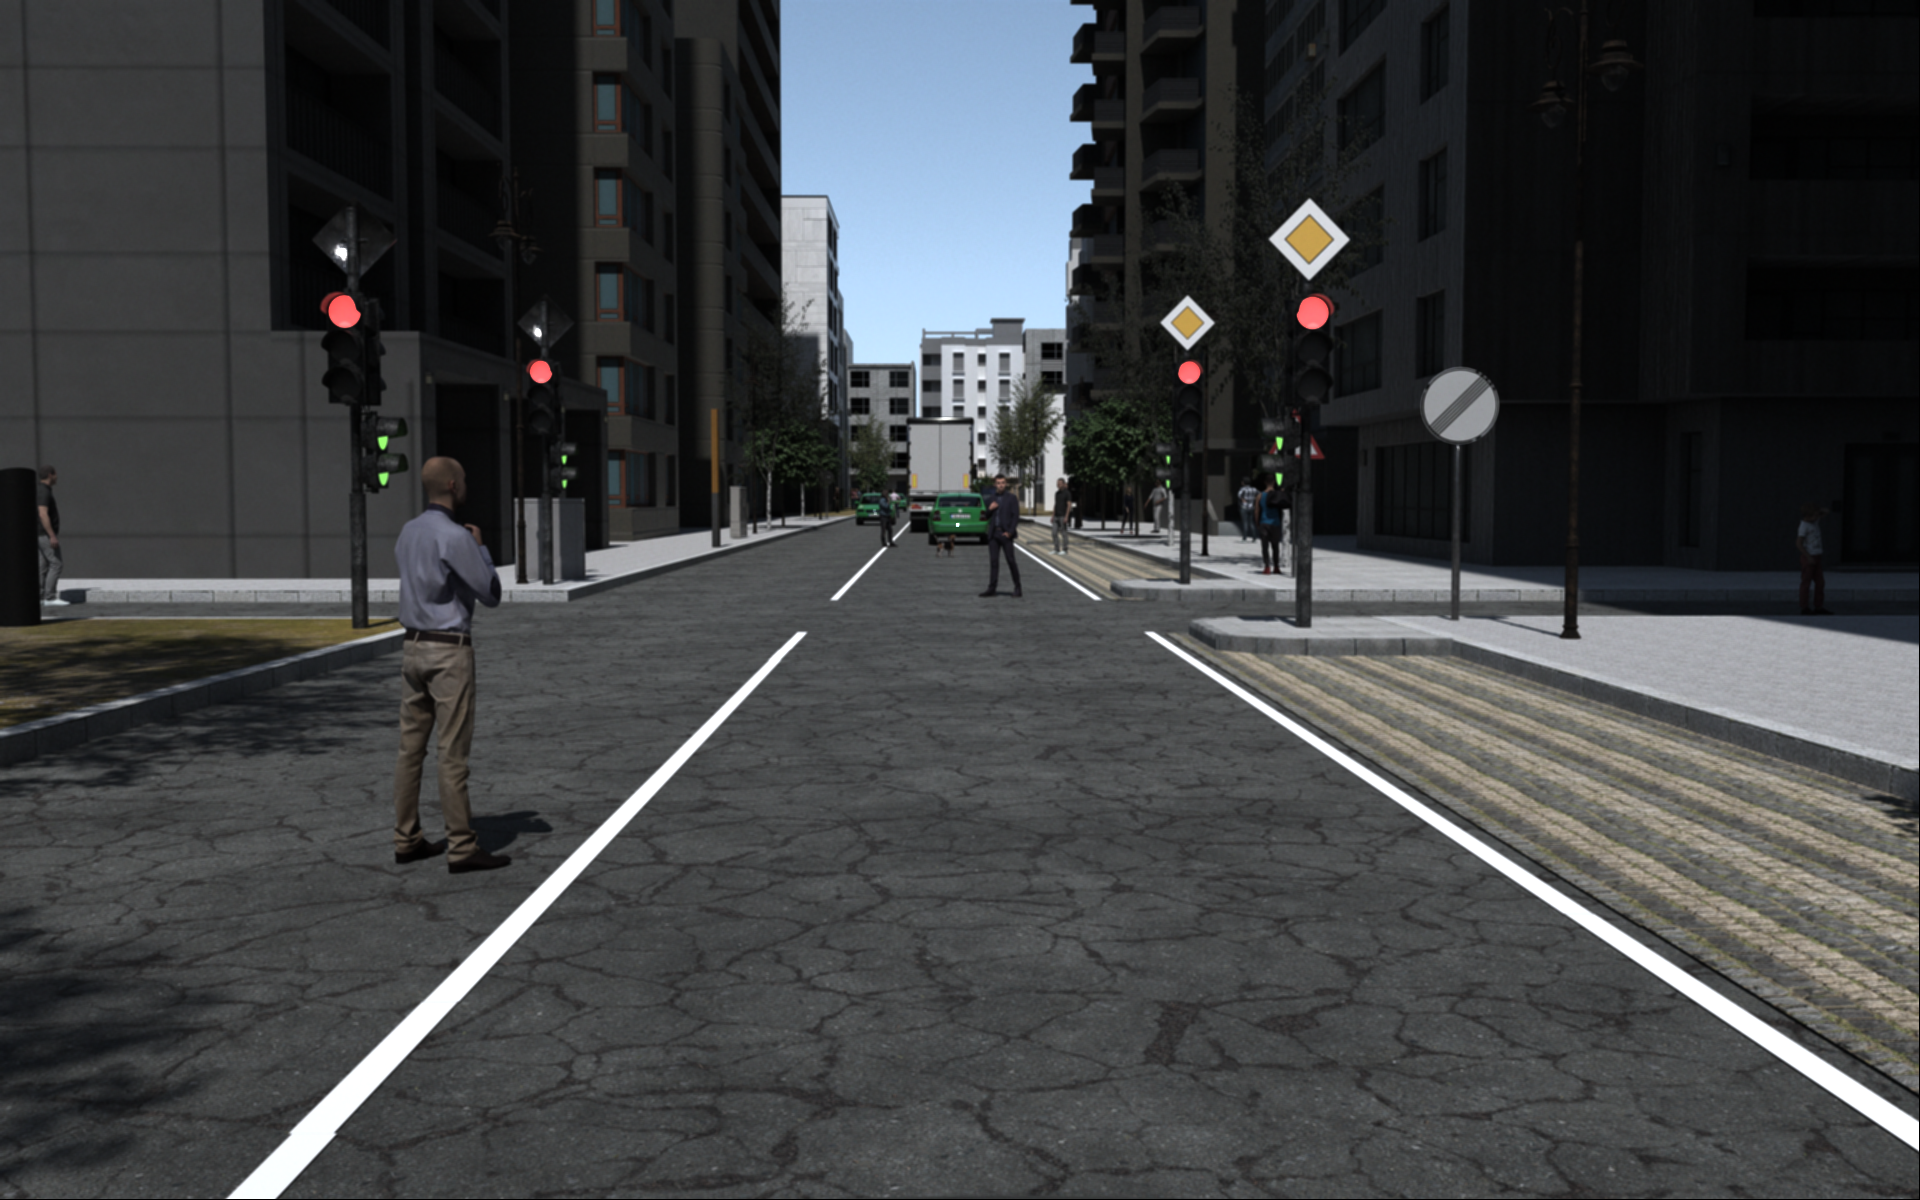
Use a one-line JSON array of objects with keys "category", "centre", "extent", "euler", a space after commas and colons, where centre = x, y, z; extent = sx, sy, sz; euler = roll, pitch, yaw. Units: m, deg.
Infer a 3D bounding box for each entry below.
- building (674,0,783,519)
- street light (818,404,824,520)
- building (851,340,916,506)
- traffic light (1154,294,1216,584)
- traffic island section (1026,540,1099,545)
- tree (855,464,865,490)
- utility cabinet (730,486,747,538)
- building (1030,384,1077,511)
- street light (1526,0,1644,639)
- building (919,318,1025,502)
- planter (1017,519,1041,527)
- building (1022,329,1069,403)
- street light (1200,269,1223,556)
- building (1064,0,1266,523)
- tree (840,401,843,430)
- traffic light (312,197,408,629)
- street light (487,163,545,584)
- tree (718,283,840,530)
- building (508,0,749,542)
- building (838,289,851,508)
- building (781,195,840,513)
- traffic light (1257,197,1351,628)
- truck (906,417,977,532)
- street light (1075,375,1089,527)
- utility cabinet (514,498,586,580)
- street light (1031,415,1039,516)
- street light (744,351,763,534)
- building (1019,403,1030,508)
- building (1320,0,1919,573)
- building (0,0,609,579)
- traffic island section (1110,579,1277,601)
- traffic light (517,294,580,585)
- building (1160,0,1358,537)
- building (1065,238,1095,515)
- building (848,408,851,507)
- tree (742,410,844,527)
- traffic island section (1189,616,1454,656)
[{"category": "building", "centre": [-20.394, -28.200, 84.775], "extent": [21.300, 48.544, 21.600], "euler": [0, 4, -1]}, {"category": "street light", "centre": [-7.039, -6.997, 87.182], "extent": [0.468, 5.910, 1.993], "euler": [0, 4, -1]}, {"category": "building", "centre": [-20.777, -20.024, 193.855], "extent": [31.486, 18.905, 16.747], "euler": [0, 4, -1]}, {"category": "traffic light", "centre": [3.185, -2.179, 24.547], "extent": [0.839, 4.253, 0.868], "euler": [0, 4, -1]}, {"category": "traffic island section", "centre": [2.908, -1.628, 49.480], "extent": [1.991, 0.108, 1.994], "euler": [0, 4, -1]}, {"category": "tree", "centre": [-8.039, -6.816, 95.152], "extent": [4.285, 4.588, 4.351], "euler": [0, 3, 0]}, {"category": "utility cabinet", "centre": [-6.439, -2.556, 50.461], "extent": [0.318, 1.500, 1.173], "euler": [0, 4, 3]}, {"category": "building", "centre": [10.871, -11.618, 132.100], "extent": [9.099, 9.664, 28.070], "euler": [0, 4, -1]}, {"category": "street light", "centre": [5.428, -2.596, 15.226], "extent": [0.468, 5.910, 1.993], "euler": [0, 4, -1]}, {"category": "building", "centre": [1.217, -20.562, 192.612], "extent": [11.380, 20.091, 16.016], "euler": [0, 4, -1]}, {"category": "planter", "centre": [2.549, -3.402, 76.770], "extent": [1.991, 0.319, 1.994], "euler": [0, 4, -1]}, {"category": "building", "centre": [22.637, -20.023, 193.839], "extent": [31.486, 18.905, 16.747], "euler": [0, 4, -1]}, {"category": "street light", "centre": [5.084, -3.853, 35.778], "extent": [0.468, 5.910, 1.993], "euler": [0, 4, -1]}, {"category": "building", "centre": [16.886, -26.318, 84.925], "extent": [22.147, 44.769, 28.867], "euler": [0, 4, -1]}, {"category": "tree", "centre": [-7.577, -8.130, 83.280], "extent": [4.360, 8.622, 3.978], "euler": [0, 3, 0]}, {"category": "traffic light", "centre": [-5.713, -1.683, 16.432], "extent": [0.839, 4.253, 0.868], "euler": [0, 4, -1]}, {"category": "street light", "centre": [-6.275, -3.172, 24.654], "extent": [0.468, 5.910, 1.993], "euler": [0, 4, -1]}, {"category": "tree", "centre": [-6.726, -6.774, 61.121], "extent": [4.360, 8.622, 3.978], "euler": [0, 3, 0]}, {"category": "building", "centre": [-22.848, -13.170, 60.364], "extent": [27.650, 21.520, 28.899], "euler": [0, 4, -1]}, {"category": "building", "centre": [-18.812, -17.258, 148.620], "extent": [16.747, 18.905, 31.486], "euler": [0, 4, -1]}, {"category": "building", "centre": [-22.976, -16.667, 116.474], "extent": [27.936, 21.610, 32.646], "euler": [0, 4, -1]}, {"category": "traffic light", "centre": [3.288, -1.691, 16.563], "extent": [0.839, 4.253, 0.868], "euler": [0, 4, -1]}, {"category": "truck", "centre": [-0.703, -4.895, 68.951], "extent": [2.839, 4.237, 11.283], "euler": [0, 4, 0]}, {"category": "street light", "centre": [4.723, -5.794, 67.524], "extent": [0.468, 5.910, 1.993], "euler": [0, 4, -1]}, {"category": "utility cabinet", "centre": [-6.164, -0.911, 26.056], "extent": [1.020, 1.237, 0.306], "euler": [-1, 4, -11]}, {"category": "street light", "centre": [4.306, -7.742, 99.363], "extent": [0.468, 5.910, 1.993], "euler": [0, 4, -1]}, {"category": "street light", "centre": [-6.666, -5.097, 56.127], "extent": [0.468, 5.910, 1.993], "euler": [0, 4, -1]}, {"category": "building", "centre": [10.490, -13.354, 160.480], "extent": [9.099, 9.664, 28.070], "euler": [0, 4, -1]}, {"category": "building", "centre": [15.380, -15.986, 33.076], "extent": [14.107, 30.474, 14.160], "euler": [0, 4, -1]}, {"category": "building", "centre": [-18.448, -36.449, 34.194], "extent": [20.563, 71.187, 20.611], "euler": [0, 4, -1]}, {"category": "traffic island section", "centre": [3.225, -0.146, 24.662], "extent": [2.009, 0.180, 2.903], "euler": [0, 4, -1]}, {"category": "traffic light", "centre": [-5.815, -2.171, 24.416], "extent": [0.839, 4.253, 0.868], "euler": [0, 4, -1]}, {"category": "building", "centre": [23.723, -22.440, 58.769], "extent": [32.217, 40.220, 23.993], "euler": [0, 4, -1]}, {"category": "building", "centre": [15.010, -15.641, 112.144], "extent": [16.016, 20.091, 11.380], "euler": [0, 4, -1]}, {"category": "building", "centre": [-24.878, -13.913, 169.617], "extent": [28.070, 9.664, 9.099], "euler": [0, 4, -1]}, {"category": "tree", "centre": [-6.780, -5.103, 67.148], "extent": [4.285, 4.588, 4.351], "euler": [0, 3, 0]}, {"category": "traffic island section", "centre": [3.328, 0.343, 16.677], "extent": [2.009, 0.180, 2.903], "euler": [0, 4, -1]}]
